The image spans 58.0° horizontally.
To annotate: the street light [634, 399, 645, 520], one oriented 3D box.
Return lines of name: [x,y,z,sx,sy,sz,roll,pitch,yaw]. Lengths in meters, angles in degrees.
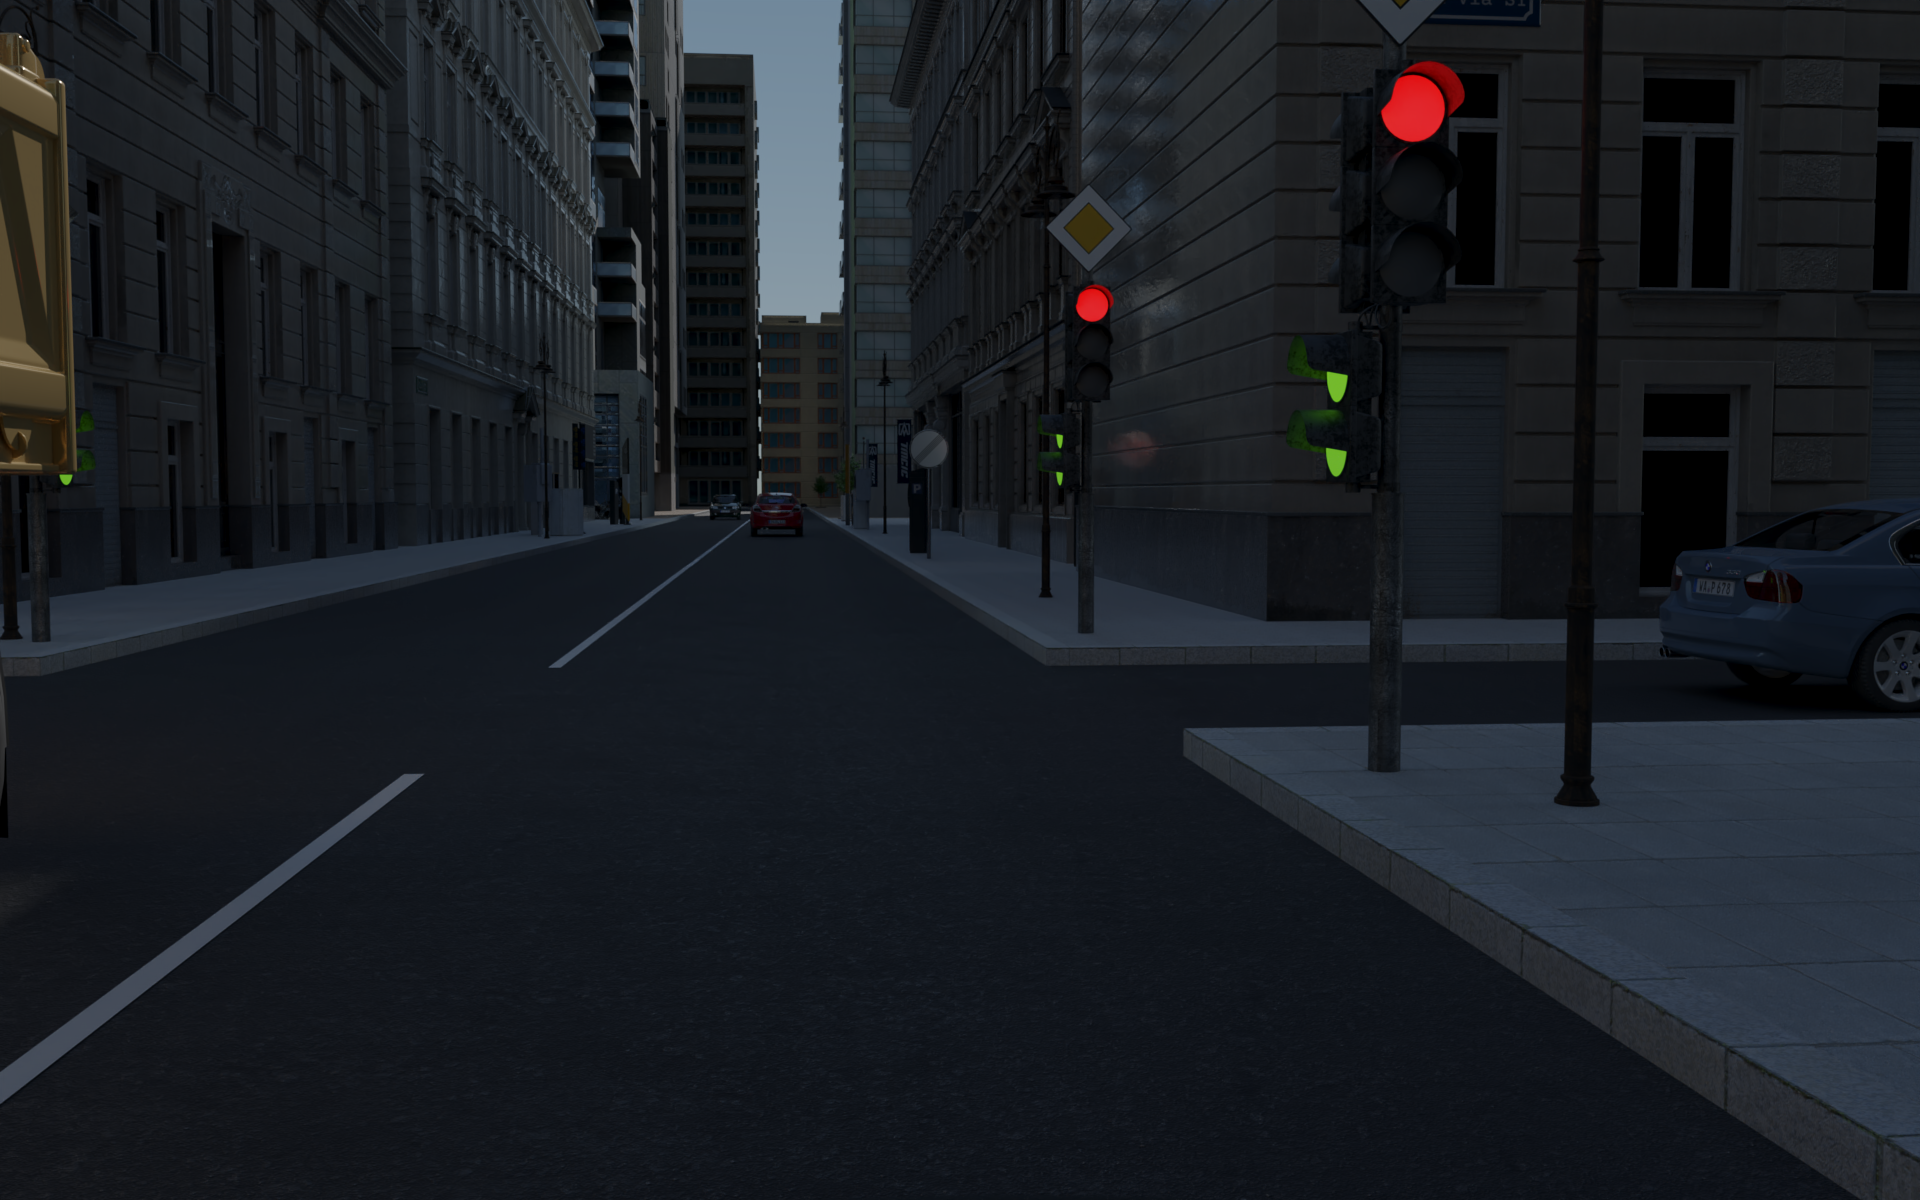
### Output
street light: [-15.568,-6.823,84.347,0.468,5.910,1.993,0,4,-6]

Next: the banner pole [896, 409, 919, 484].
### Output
banner pole: [-1.487,-3.725,50.916,0.863,3.779,0.401,1,4,22]

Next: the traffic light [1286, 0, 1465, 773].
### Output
traffic light: [1.952,-1.163,7.932,0.839,4.253,0.868,0,4,-6]

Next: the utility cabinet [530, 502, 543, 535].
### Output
utility cabinet: [-13.308,-2.651,54.512,0.306,1.237,1.020,0,4,-8]

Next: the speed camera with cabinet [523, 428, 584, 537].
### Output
speed camera with cabinet: [-12.357,-3.568,52.671,0.660,3.252,2.038,2,4,29]

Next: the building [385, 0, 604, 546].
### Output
building: [-23.371,-17.480,62.219,17.030,29.872,44.131,0,4,-6]

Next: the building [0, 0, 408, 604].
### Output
building: [-17.641,-14.078,27.436,12.463,27.353,25.104,0,4,-6]

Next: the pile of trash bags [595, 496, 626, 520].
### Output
pile of trash bags: [-18.382,-4.770,87.735,3.447,1.369,1.912,2,4,35]

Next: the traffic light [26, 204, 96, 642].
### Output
traffic light: [-7.969,-1.591,14.937,0.839,4.253,0.868,0,4,-6]

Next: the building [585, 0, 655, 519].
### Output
building: [-29.387,-48.280,102.054,22.319,86.520,31.000,0,4,-6]

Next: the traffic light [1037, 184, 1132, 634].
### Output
traffic light: [1.144,-1.649,15.876,0.839,4.253,0.868,0,4,-6]

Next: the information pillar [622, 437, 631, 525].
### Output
information pillar: [-13.852,-4.923,71.851,0.183,3.616,0.504,-3,4,-39]

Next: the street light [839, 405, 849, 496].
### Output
street light: [-6.049,-7.189,90.321,0.468,5.910,1.993,0,4,-6]

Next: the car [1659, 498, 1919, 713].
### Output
car: [7.348,-0.017,12.282,4.499,1.417,2.014,0,4,-6]

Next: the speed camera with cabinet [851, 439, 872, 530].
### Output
speed camera with cabinet: [-3.616,-4.217,63.282,0.660,3.252,2.038,0,4,-8]

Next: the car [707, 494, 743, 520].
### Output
car: [-13.130,-5.331,96.946,2.009,1.686,4.222,0,4,-7]

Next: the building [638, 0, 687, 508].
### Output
building: [-37.301,-34.166,147.846,27.495,52.752,28.713,0,4,-6]

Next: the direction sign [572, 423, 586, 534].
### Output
direction sign: [-12.259,-3.901,55.781,0.379,3.537,0.876,1,4,13]

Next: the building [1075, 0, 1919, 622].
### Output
building: [14.569,-13.831,23.407,25.104,27.353,12.463,0,4,-6]

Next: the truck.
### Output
truck: [-4.199,-0.364,1.882,3.469,3.379,9.791,0,4,-6]

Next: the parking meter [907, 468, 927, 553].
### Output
parking meter: [-0.924,-1.948,37.560,0.399,1.863,0.255,1,4,8]

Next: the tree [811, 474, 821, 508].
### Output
tree: [-13.329,-10.600,167.905,1.663,3.219,1.824,0,3,0]

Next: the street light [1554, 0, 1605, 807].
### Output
street light: [2.559,-2.093,7.005,0.468,5.910,1.993,0,4,-6]

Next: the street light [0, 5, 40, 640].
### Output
street light: [-8.391,-2.590,15.140,0.468,5.910,1.993,0,4,-6]

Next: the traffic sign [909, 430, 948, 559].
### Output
traffic sign: [-0.615,-2.090,34.275,0.768,2.556,0.104,0,4,-2]

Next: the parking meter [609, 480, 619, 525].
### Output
parking meter: [-14.549,-4.105,72.834,0.255,1.863,0.399,1,4,14]

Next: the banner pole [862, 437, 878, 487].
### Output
banner pole: [-3.971,-5.237,75.642,0.863,3.779,0.401,1,4,13]

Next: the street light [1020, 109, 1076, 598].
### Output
street light: [1.066,-2.970,21.344,0.468,5.910,1.993,0,4,-6]

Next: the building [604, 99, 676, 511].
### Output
building: [-28.449,-21.699,126.487,14.160,30.474,14.107,0,4,-6]

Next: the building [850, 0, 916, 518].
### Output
building: [0.660,-25.458,99.840,14.154,41.232,14.086,0,4,-6]

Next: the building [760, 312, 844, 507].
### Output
building: [-7.098,-21.072,189.572,28.899,21.520,27.650,0,4,-6]

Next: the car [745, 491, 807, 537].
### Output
car: [-6.353,-3.114,59.950,2.155,1.783,4.494,0,4,-6]

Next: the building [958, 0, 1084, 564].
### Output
building: [5.732,-10.777,40.826,10.561,19.102,19.286,0,4,-6]

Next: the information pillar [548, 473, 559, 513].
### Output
information pillar: [-14.075,-3.393,59.969,0.304,2.012,0.304,2,4,26]

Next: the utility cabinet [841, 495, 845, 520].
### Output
utility cabinet: [-5.629,-4.498,84.707,0.306,1.237,1.020,-1,4,-10]

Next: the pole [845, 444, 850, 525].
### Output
pole: [-4.597,-4.713,70.905,0.158,3.312,0.155,0,3,0]

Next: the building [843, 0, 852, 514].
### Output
building: [2.350,-35.395,120.701,21.231,58.520,28.212,0,4,-6]

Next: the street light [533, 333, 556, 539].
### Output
street light: [-11.892,-4.703,49.687,0.468,5.910,1.993,0,4,-6]

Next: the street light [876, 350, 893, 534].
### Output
street light: [-2.425,-5.080,55.839,0.468,5.910,1.993,0,4,-6]

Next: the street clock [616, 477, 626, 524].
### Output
street clock: [-14.311,-4.209,73.385,0.471,2.002,0.358,-3,5,-41]

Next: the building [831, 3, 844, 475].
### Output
building: [0.796,-32.499,150.972,23.786,49.044,30.456,0,4,-6]

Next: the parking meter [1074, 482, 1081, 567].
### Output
parking meter: [2.155,-1.531,30.739,0.255,1.863,0.399,0,4,6]

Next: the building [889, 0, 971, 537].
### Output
building: [2.465,-13.487,71.428,10.553,20.767,40.483,0,4,-6]

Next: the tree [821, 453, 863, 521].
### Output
tree: [-5.810,-5.729,88.276,1.663,3.219,1.824,0,3,0]

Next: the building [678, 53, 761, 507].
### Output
building: [-32.113,-34.227,183.314,21.600,48.544,21.300,0,4,-6]
